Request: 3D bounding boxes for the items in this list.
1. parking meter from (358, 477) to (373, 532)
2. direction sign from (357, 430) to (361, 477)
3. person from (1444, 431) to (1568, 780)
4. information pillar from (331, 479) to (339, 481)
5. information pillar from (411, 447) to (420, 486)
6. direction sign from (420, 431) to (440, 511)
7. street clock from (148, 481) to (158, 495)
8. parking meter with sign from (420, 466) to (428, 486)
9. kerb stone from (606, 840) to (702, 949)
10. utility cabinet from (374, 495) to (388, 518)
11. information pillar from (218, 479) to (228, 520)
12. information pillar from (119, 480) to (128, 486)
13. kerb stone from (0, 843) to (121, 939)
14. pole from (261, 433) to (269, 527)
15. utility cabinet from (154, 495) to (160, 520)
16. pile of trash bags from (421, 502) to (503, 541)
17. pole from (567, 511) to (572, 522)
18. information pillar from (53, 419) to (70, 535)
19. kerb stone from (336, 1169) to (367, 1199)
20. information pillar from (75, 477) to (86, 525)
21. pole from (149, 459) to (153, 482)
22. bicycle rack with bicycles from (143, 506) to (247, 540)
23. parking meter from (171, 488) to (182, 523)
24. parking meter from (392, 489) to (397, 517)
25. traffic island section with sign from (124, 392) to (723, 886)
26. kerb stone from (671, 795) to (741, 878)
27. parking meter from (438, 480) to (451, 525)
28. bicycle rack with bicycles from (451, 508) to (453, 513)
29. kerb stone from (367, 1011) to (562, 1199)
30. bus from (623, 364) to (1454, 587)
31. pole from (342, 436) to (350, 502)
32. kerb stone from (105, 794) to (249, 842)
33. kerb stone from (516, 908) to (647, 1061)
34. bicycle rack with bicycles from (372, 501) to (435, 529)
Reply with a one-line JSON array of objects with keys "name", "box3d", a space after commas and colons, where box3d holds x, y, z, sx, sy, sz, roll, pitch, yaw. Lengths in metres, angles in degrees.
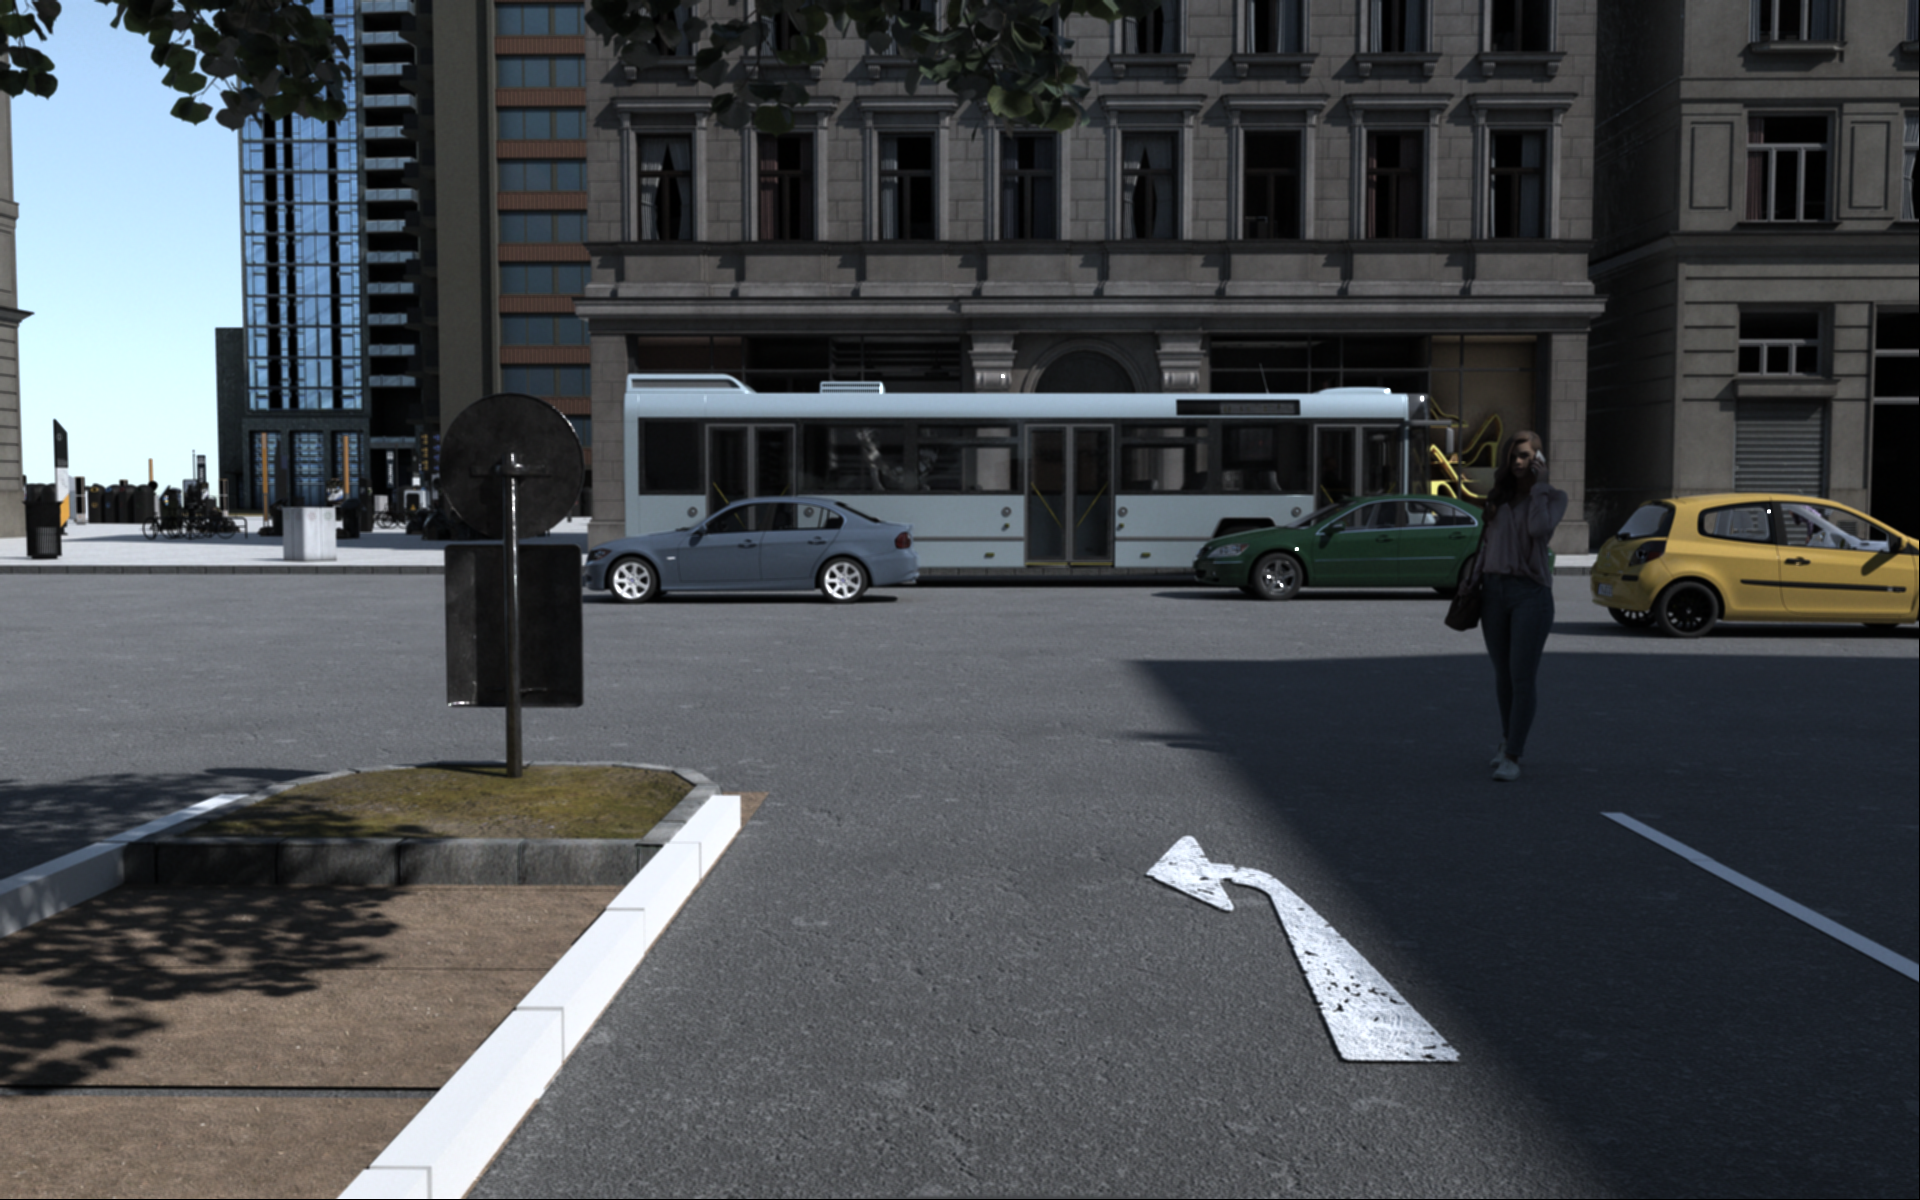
[{"name": "parking meter", "box3d": [-19.935, -3.204, 58.101, 0.399, 1.863, 0.255, 1, 4, 19]}, {"name": "direction sign", "box3d": [-21.279, -4.245, 61.400, 0.379, 3.537, 0.876, -2, 4, -24]}, {"name": "person", "box3d": [2.846, 0.013, 8.875, 0.643, 1.750, 0.593, -3, 5, -42]}, {"name": "information pillar", "box3d": [-30.071, -4.828, 83.431, 0.304, 2.012, 0.304, 0, 4, -7]}, {"name": "information pillar", "box3d": [-27.343, -5.851, 87.012, 0.183, 3.616, 0.504, 2, 4, 27]}, {"name": "direction sign", "box3d": [-19.206, -4.335, 62.873, 0.379, 3.537, 0.876, 2, 4, 34]}, {"name": "street clock", "box3d": [-44.715, -5.591, 95.988, 0.471, 2.002, 0.358, -1, 4, -15]}, {"name": "parking meter with sign", "box3d": [-30.169, -6.278, 98.913, 1.738, 3.016, 0.543, 1, 4, 22]}, {"name": "kerb stone", "box3d": [-1.028, 0.998, 5.870, 0.120, 0.150, 1.000, 0, 4, 1]}, {"name": "utility cabinet", "box3d": [-30.515, -4.904, 91.342, 0.306, 1.237, 1.020, 0, 4, 7]}, {"name": "information pillar", "box3d": [-36.686, -5.001, 86.264, 0.304, 2.012, 0.304, 0, 4, 7]}, {"name": "information pillar", "box3d": [-42.694, -5.135, 88.453, 0.304, 2.012, 0.304, 0, 4, 1]}, {"name": "kerb stone", "box3d": [-3.124, 0.998, 5.876, 0.120, 0.150, 1.000, 0, 4, 1]}, {"name": "pole", "box3d": [-23.144, -3.905, 57.689, 0.158, 3.312, 0.155, 0, 3, 0]}, {"name": "utility cabinet", "box3d": [-39.871, -4.526, 85.169, 1.020, 1.237, 0.306, -2, 4, -24]}, {"name": "pile of trash bags", "box3d": [-13.362, -2.402, 49.032, 1.912, 1.369, 3.447, 3, 5, 41]}, {"name": "pole", "box3d": [-17.805, -5.201, 78.872, 0.158, 3.312, 0.155, 0, 3, 0]}, {"name": "information pillar", "box3d": [-28.122, -3.844, 54.204, 0.183, 3.616, 0.504, 1, 4, 15]}, {"name": "kerb stone", "box3d": [-1.082, 1.187, 2.795, 0.120, 0.150, 1.000, 0, 4, 1]}, {"name": "information pillar", "box3d": [-37.048, -4.187, 72.948, 0.304, 2.012, 0.304, -1, 4, -10]}, {"name": "pole", "box3d": [-46.655, -6.487, 99.912, 0.158, 3.312, 0.155, 0, 3, 0]}, {"name": "bicycle rack with bicycles", "box3d": [-22.098, -2.231, 49.855, 2.852, 0.926, 2.925, 2, 4, 35]}, {"name": "parking meter", "box3d": [-31.373, -3.729, 69.382, 0.372, 1.533, 0.369, 0, 3, 0]}, {"name": "parking meter", "box3d": [-28.587, -4.858, 87.833, 0.372, 1.533, 0.369, 0, 3, 0]}, {"name": "traffic island section with sign", "box3d": [-2.042, 0.054, 7.246, 2.006, 1.907, 1.989, 0, 4, 1]}, {"name": "kerb stone", "box3d": [-1.006, 0.939, 6.895, 0.120, 0.150, 1.000, 0, 4, 1]}, {"name": "parking meter", "box3d": [-18.060, -3.361, 60.668, 0.255, 1.863, 0.399, 1, 4, 23]}, {"name": "bicycle rack with bicycles", "box3d": [-21.807, -3.612, 72.436, 2.852, 0.926, 2.925, 3, 5, 45]}, {"name": "kerb stone", "box3d": [-1.062, 1.128, 3.820, 0.120, 0.150, 1.000, 0, 4, 1]}, {"name": "bus", "box3d": [1.521, -1.997, 27.503, 13.247, 3.499, 2.948, 0, 4, -1]}, {"name": "pole", "box3d": [-21.468, -4.080, 60.557, 0.158, 3.312, 0.155, 0, 3, 0]}, {"name": "kerb stone", "box3d": [-3.105, 0.935, 6.901, 0.120, 0.150, 1.000, 0, 4, 1]}, {"name": "kerb stone", "box3d": [-1.043, 1.064, 4.845, 0.120, 0.150, 1.000, 0, 4, 1]}, {"name": "bicycle rack with bicycles", "box3d": [-21.117, -3.166, 65.138, 2.925, 0.926, 2.852, -1, 4, -11]}]
